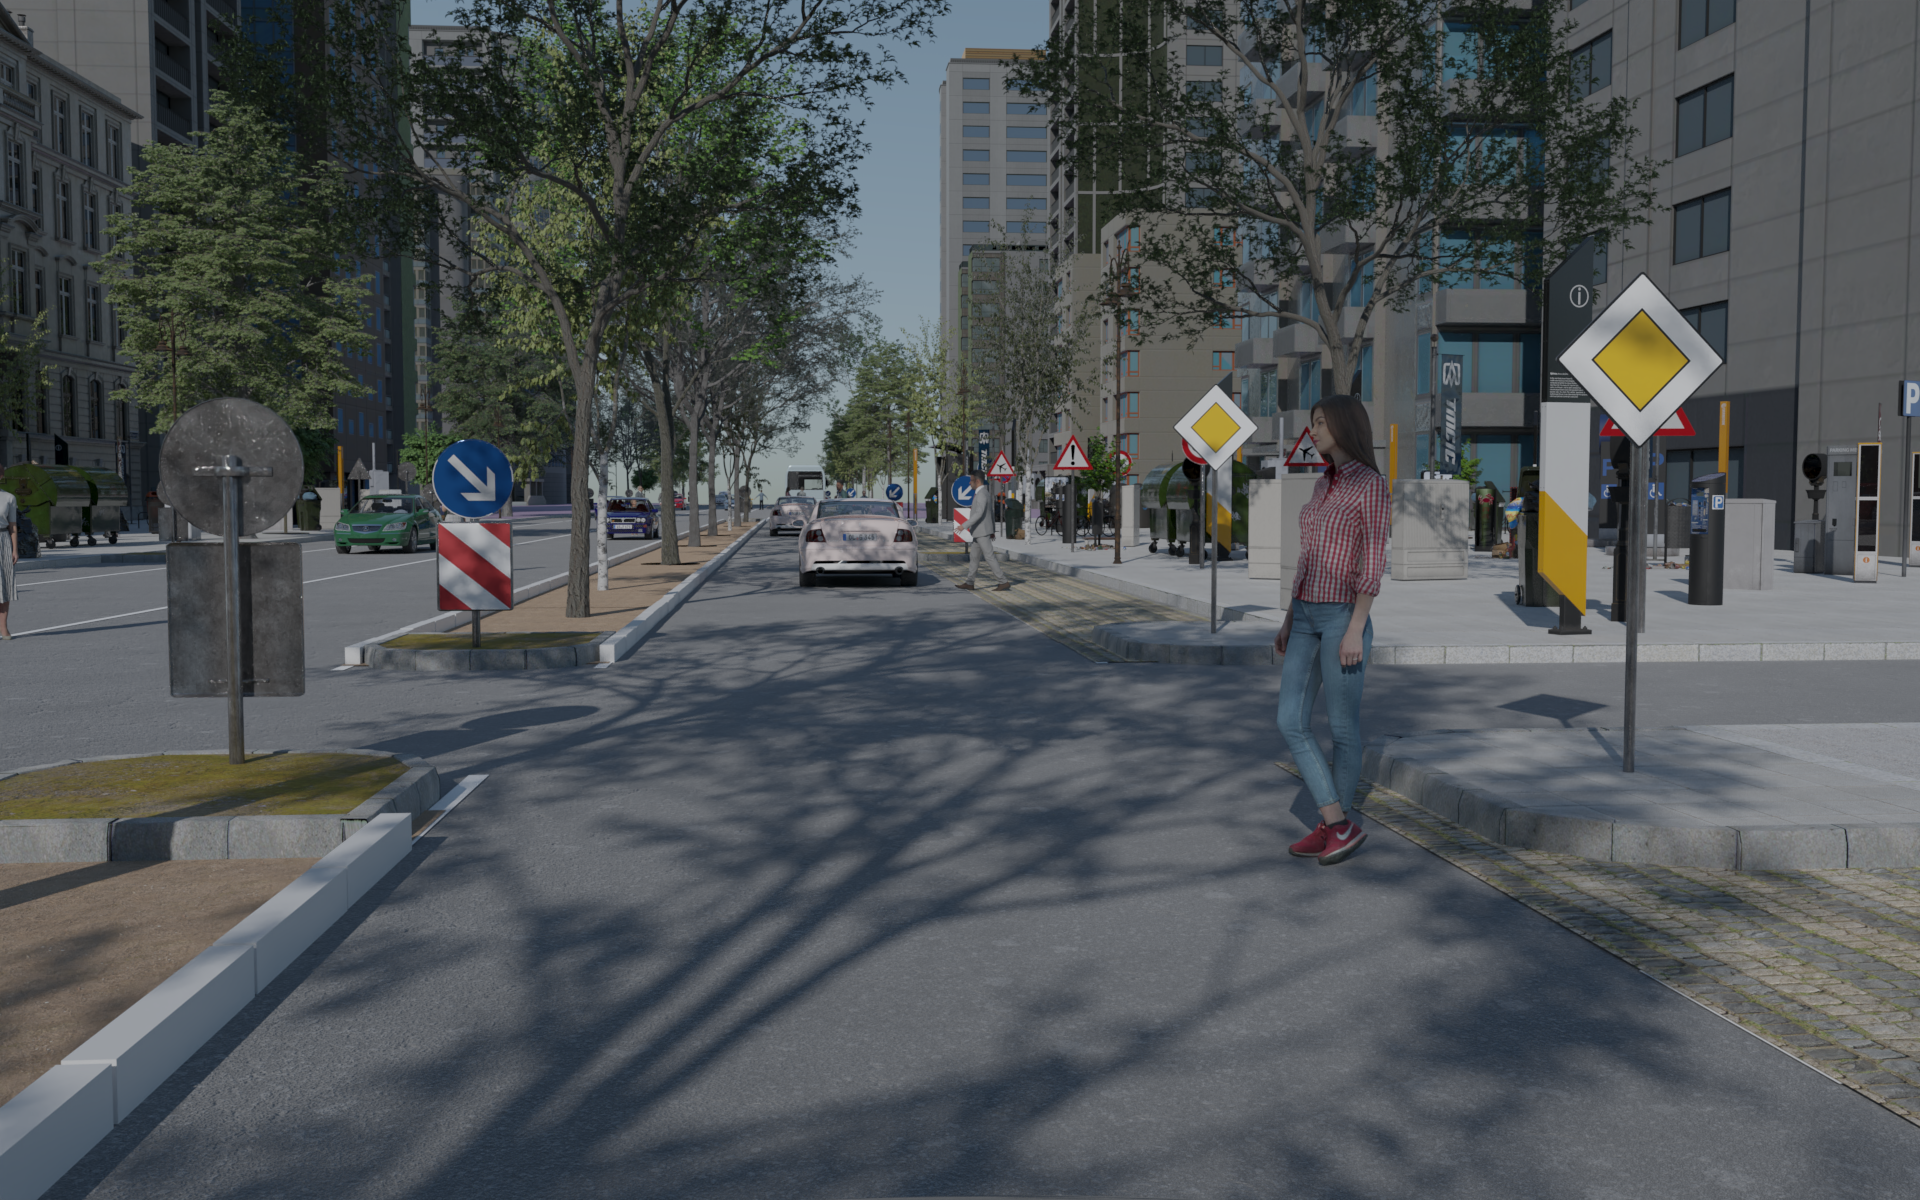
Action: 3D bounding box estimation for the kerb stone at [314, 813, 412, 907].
[{"bbox_3d":[-2.219,0.962,6.466,0.120,0.150,1.000,0,4,-5],"label":"kerb stone"}]

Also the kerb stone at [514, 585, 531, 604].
[{"bbox_3d":[-5.913,-0.059,23.164,0.120,0.150,1.000,0,4,-5],"label":"kerb stone"}]

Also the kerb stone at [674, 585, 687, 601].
[{"bbox_3d":[-3.813,-0.072,23.368,0.120,0.150,1.000,0,4,-5],"label":"kerb stone"}]

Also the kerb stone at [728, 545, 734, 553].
[{"bbox_3d":[-5.453,-1.133,40.713,0.120,0.150,1.000,0,4,-5],"label":"kerb stone"}]

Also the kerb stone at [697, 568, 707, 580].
[{"bbox_3d":[-4.292,-0.383,28.461,0.120,0.150,1.000,0,4,-5],"label":"kerb stone"}]

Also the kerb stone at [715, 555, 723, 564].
[{"bbox_3d":[-4.871,-0.758,34.588,0.120,0.150,1.000,0,4,-5],"label":"kerb stone"}]

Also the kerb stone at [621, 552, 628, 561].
[{"bbox_3d":[-7.158,-0.869,36.435,0.120,0.150,1.000,0,4,-5],"label":"kerb stone"}]

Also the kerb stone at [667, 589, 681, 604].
[{"bbox_3d":[-3.724,-0.009,22.350,0.120,0.150,1.000,0,4,-5],"label":"kerb stone"}]

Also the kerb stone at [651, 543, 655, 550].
[{"bbox_3d":[-7.831,-1.306,43.581,0.120,0.150,1.000,0,4,-5],"label":"kerb stone"}]

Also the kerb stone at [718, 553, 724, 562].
[{"bbox_3d":[-4.978,-0.821,35.615,0.120,0.150,1.000,0,4,-5],"label":"kerb stone"}]

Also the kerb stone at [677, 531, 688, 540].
[{"bbox_3d":[-9.099,-2.120,56.855,0.120,0.150,1.000,0,4,-5],"label":"kerb stone"}]

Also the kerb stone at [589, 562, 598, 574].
[{"bbox_3d":[-6.773,-0.622,32.363,0.120,0.150,1.000,0,4,-5],"label":"kerb stone"}]

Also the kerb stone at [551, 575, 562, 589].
[{"bbox_3d":[-6.195,-0.247,26.237,0.120,0.150,1.000,0,4,-5],"label":"kerb stone"}]

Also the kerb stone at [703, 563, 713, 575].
[{"bbox_3d":[-4.485,-0.505,30.496,0.120,0.150,1.000,0,4,-5],"label":"kerb stone"}]

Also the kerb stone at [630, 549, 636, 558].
[{"bbox_3d":[-7.352,-0.996,38.478,0.120,0.150,1.000,0,4,-5],"label":"kerb stone"}]

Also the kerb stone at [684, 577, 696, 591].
[{"bbox_3d":[-4.004,-0.196,25.403,0.120,0.150,1.000,0,4,-5],"label":"kerb stone"}]

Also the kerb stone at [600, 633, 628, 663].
[{"bbox_3d":[-3.044,0.428,15.202,0.120,0.150,1.000,0,4,-5],"label":"kerb stone"}]

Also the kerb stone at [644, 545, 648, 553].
[{"bbox_3d":[-7.645,-1.178,41.533,0.120,0.150,1.000,0,4,-5],"label":"kerb stone"}]

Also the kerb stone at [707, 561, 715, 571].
[{"bbox_3d":[-4.586,-0.571,31.524,0.120,0.150,1.000,0,4,-5],"label":"kerb stone"}]

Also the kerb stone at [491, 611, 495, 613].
[{"bbox_3d":[-5.712,0.066,21.123,0.120,0.150,1.000,0,4,-5],"label":"kerb stone"}]

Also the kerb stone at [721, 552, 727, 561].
[{"bbox_3d":[-5.066,-0.879,36.634,0.120,0.150,1.000,0,4,-5],"label":"kerb stone"}]

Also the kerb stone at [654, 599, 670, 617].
[{"bbox_3d":[-3.527,0.119,20.312,0.120,0.150,1.000,0,4,-5],"label":"kerb stone"}]

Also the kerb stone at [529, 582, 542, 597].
[{"bbox_3d":[-6.007,-0.120,24.191,0.120,0.150,1.000,0,4,-5],"label":"kerb stone"}]

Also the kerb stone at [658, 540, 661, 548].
[{"bbox_3d":[-8.040,-1.430,45.622,0.120,0.150,1.000,0,4,-5],"label":"kerb stone"}]

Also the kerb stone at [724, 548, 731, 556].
[{"bbox_3d":[-5.256,-1.005,38.669,0.120,0.150,1.000,0,4,-5],"label":"kerb stone"}]

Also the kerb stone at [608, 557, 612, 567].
[{"bbox_3d":[-6.871,-0.684,33.382,0.120,0.150,1.000,0,4,-5],"label":"kerb stone"}]

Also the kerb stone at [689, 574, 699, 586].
[{"bbox_3d":[-4.106,-0.259,26.425,0.120,0.150,1.000,0,4,-5],"label":"kerb stone"}]

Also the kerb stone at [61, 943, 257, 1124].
[{"bbox_3d":[-2.021,1.087,4.426,0.120,0.150,1.000,0,4,-5],"label":"kerb stone"}]

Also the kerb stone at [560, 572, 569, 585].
[{"bbox_3d":[-6.294,-0.308,27.254,0.120,0.150,1.000,0,4,-5],"label":"kerb stone"}]

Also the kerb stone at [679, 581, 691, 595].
[{"bbox_3d":[-3.909,-0.134,24.385,0.120,0.150,1.000,0,4,-5],"label":"kerb stone"}]

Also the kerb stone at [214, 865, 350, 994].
[{"bbox_3d":[-2.119,1.024,5.449,0.120,0.150,1.000,0,4,-5],"label":"kerb stone"}]

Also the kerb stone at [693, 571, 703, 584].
[{"bbox_3d":[-4.202,-0.321,27.443,0.120,0.150,1.000,0,4,-5],"label":"kerb stone"}]

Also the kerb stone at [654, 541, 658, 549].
[{"bbox_3d":[-7.933,-1.368,44.605,0.120,0.150,1.000,0,4,-5],"label":"kerb stone"}]

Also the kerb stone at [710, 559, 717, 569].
[{"bbox_3d":[-4.689,-0.633,32.541,0.120,0.150,1.000,0,4,-5],"label":"kerb stone"}]

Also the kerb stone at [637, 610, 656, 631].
[{"bbox_3d":[-3.331,0.240,18.270,0.120,0.150,1.000,0,4,-5],"label":"kerb stone"}]

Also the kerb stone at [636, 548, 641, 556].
[{"bbox_3d":[-7.450,-1.058,39.495,0.120,0.150,1.000,0,4,-5],"label":"kerb stone"}]

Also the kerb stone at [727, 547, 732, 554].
[{"bbox_3d":[-5.357,-1.067,39.686,0.120,0.150,1.000,0,4,-5],"label":"kerb stone"}]

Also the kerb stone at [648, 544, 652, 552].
[{"bbox_3d":[-7.732,-1.242,42.564,0.120,0.150,1.000,0,4,-5],"label":"kerb stone"}]

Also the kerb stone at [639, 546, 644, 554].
[{"bbox_3d":[-7.547,-1.120,40.515,0.120,0.150,1.000,0,4,-5],"label":"kerb stone"}]

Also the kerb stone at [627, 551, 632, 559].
[{"bbox_3d":[-7.259,-0.933,37.452,0.120,0.150,1.000,0,4,-5],"label":"kerb stone"}]

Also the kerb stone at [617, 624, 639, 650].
[{"bbox_3d":[-3.139,0.365,16.228,0.120,0.150,1.000,0,4,-5],"label":"kerb stone"}]

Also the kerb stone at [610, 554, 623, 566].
[{"bbox_3d":[-7.065,-0.809,35.417,0.120,0.150,1.000,0,4,-5],"label":"kerb stone"}]

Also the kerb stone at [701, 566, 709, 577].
[{"bbox_3d":[-4.395,-0.444,29.478,0.120,0.150,1.000,0,4,-5],"label":"kerb stone"}]

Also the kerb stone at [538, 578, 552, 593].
[{"bbox_3d":[-6.105,-0.185,25.219,0.120,0.150,1.000,0,4,-5],"label":"kerb stone"}]

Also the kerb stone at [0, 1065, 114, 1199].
[{"bbox_3d":[-1.924,1.150,3.404,0.120,0.150,1.000,0,4,-5],"label":"kerb stone"}]

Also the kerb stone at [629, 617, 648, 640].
[{"bbox_3d":[-3.234,0.304,17.249,0.120,0.150,1.000,0,4,-5],"label":"kerb stone"}]

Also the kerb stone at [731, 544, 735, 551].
[{"bbox_3d":[-5.553,-1.195,41.730,0.120,0.150,1.000,0,4,-5],"label":"kerb stone"}]

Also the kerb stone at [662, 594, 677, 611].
[{"bbox_3d":[-3.616,0.057,21.334,0.120,0.150,1.000,0,4,-5],"label":"kerb stone"}]

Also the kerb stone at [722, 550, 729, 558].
[{"bbox_3d":[-5.167,-0.935,37.651,0.120,0.150,1.000,0,4,-5],"label":"kerb stone"}]

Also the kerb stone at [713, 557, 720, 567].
[{"bbox_3d":[-4.781,-0.688,33.569,0.120,0.150,1.000,0,4,-5],"label":"kerb stone"}]

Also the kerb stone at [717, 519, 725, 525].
[{"bbox_3d":[-11.793,-3.865,85.393,0.120,0.150,1.000,0,4,-5],"label":"kerb stone"}]

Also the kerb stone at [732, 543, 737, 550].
[{"bbox_3d":[-5.651,-1.257,42.753,0.120,0.150,1.000,0,4,-5],"label":"kerb stone"}]

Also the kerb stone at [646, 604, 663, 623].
[{"bbox_3d":[-3.433,0.177,19.294,0.120,0.150,1.000,0,4,-5],"label":"kerb stone"}]

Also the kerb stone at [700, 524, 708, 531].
[{"bbox_3d":[-10.345,-2.930,70.104,0.120,0.150,1.000,0,4,-5],"label":"kerb stone"}]
